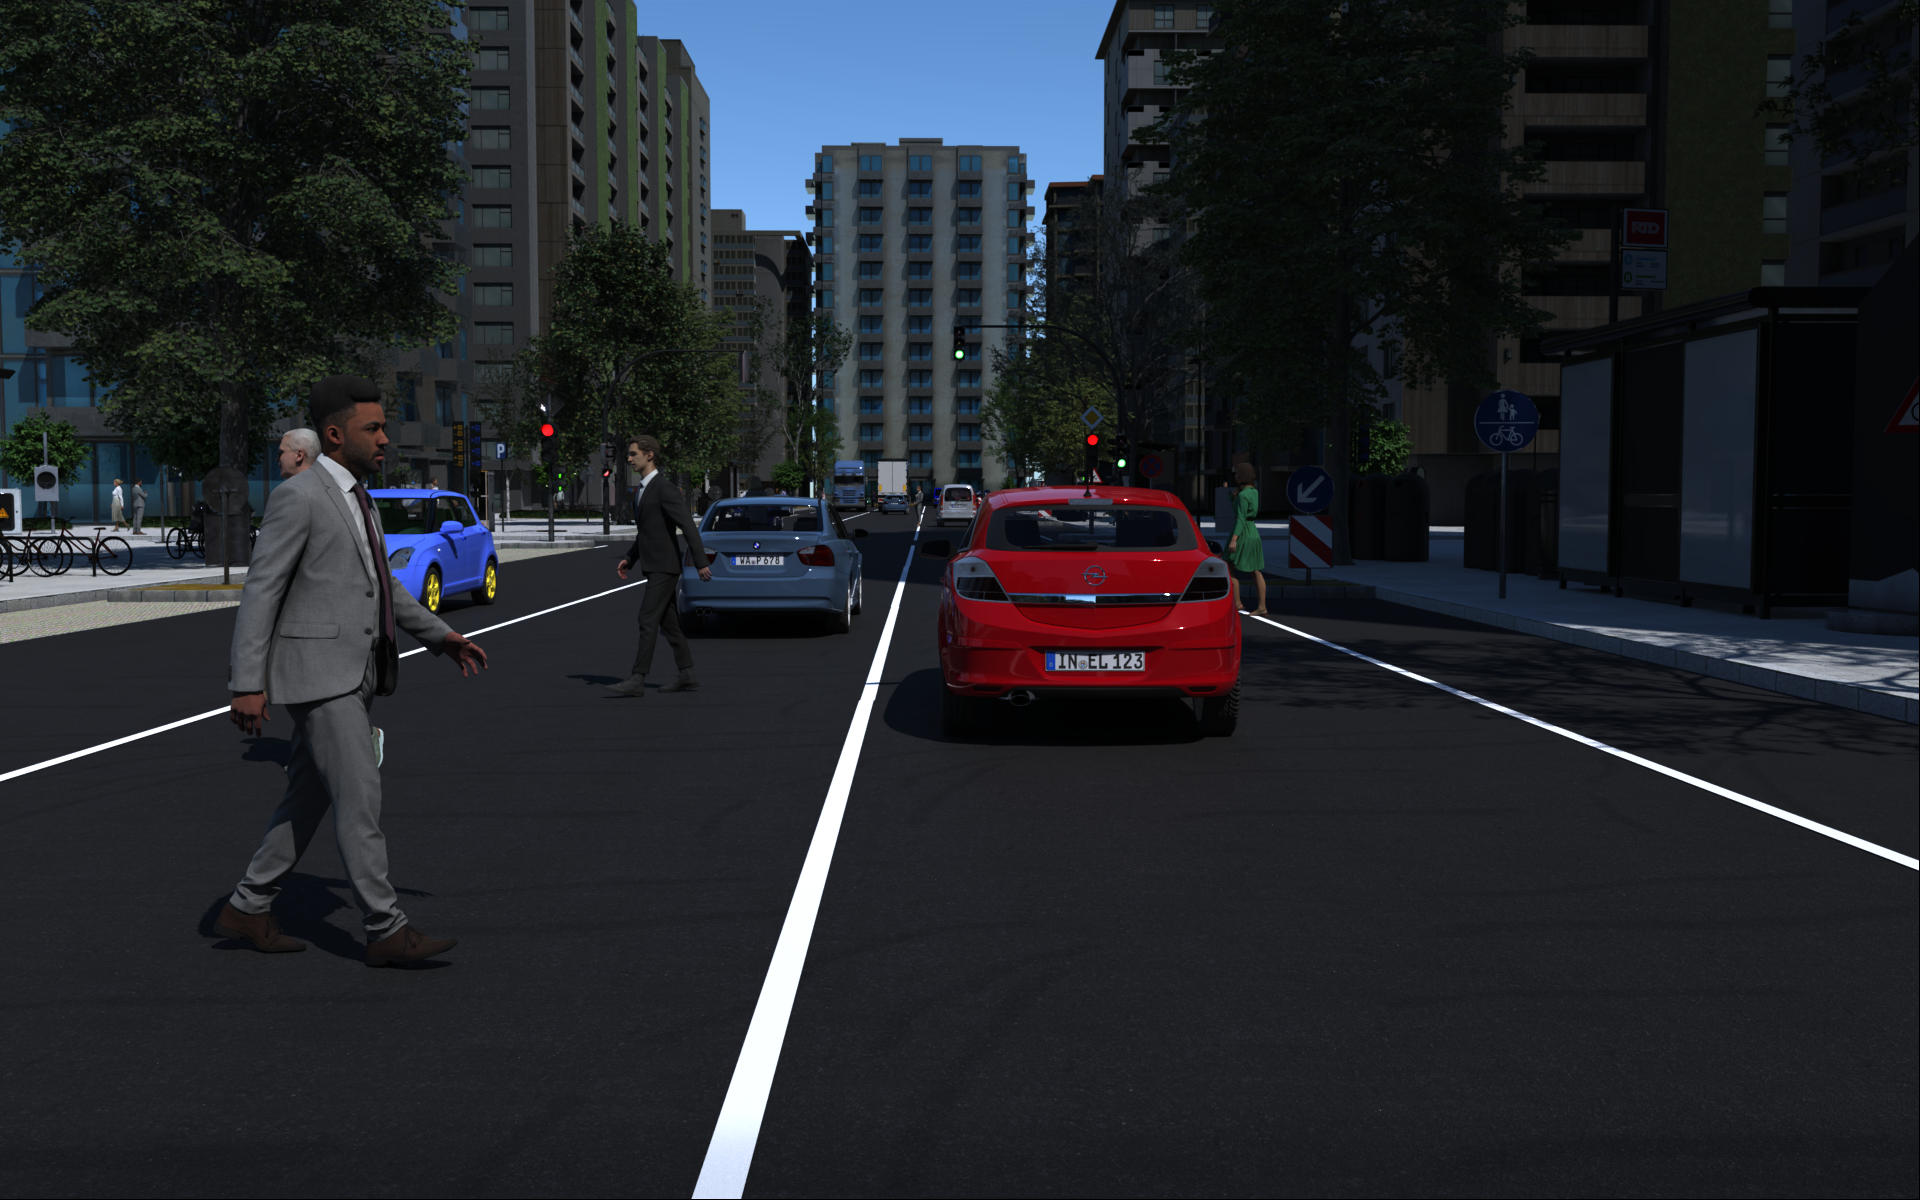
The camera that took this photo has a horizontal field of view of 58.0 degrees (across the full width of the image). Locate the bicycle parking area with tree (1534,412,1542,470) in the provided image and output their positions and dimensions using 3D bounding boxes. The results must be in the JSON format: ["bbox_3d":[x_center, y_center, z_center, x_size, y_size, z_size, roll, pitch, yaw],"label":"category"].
[{"bbox_3d":[22.622,-4.465,60.008,8.231,4.147,9.016,1,4,23],"label":"bicycle parking area with tree"}]

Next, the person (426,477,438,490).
[{"bbox_3d":[-16.768,-2.981,54.878,0.850,1.850,0.679,2,4,25],"label":"person"}]

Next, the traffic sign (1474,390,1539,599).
[{"bbox_3d":[6.672,-1.292,21.225,0.768,2.556,0.104,0,4,7],"label":"traffic sign"}]

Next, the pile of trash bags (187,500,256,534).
[{"bbox_3d":[-23.456,-2.863,56.556,3.447,1.369,1.912,0,4,2],"label":"pile of trash bags"}]

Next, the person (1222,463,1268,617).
[{"bbox_3d":[3.331,-0.701,20.201,0.529,1.795,0.600,1,4,17],"label":"person"}]

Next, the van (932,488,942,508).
[{"bbox_3d":[-1.717,-10.471,175.586,2.240,2.365,5.245,0,4,0],"label":"van"}]

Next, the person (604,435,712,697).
[{"bbox_3d":[-2.212,-0.249,12.351,0.755,1.850,0.659,-2,4,-28],"label":"person"}]

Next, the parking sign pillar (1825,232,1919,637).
[{"bbox_3d":[8.921,-1.691,16.116,1.447,3.967,1.447,0,4,-7],"label":"parking sign pillar"}]

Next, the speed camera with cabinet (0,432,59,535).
[{"bbox_3d":[-29.776,-3.709,54.982,2.038,3.252,0.660,-2,4,-28],"label":"speed camera with cabinet"}]

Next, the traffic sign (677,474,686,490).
[{"bbox_3d":[-13.984,-5.158,86.463,0.606,2.300,0.079,0,4,3],"label":"traffic sign"}]

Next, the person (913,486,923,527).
[{"bbox_3d":[-1.867,-4.065,75.240,0.520,1.790,0.573,3,5,41],"label":"person"}]

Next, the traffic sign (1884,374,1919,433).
[{"bbox_3d":[8.486,-0.923,15.092,0.884,2.594,0.081,0,4,5],"label":"traffic sign"}]

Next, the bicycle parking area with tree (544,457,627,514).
[{"bbox_3d":[-21.267,-7.294,106.266,9.016,4.147,8.231,1,4,17],"label":"bicycle parking area with tree"}]

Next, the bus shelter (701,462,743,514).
[{"bbox_3d":[-15.665,-8.262,112.719,2.179,5.291,8.768,0,4,-1],"label":"bus shelter"}]

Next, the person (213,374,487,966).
[{"bbox_3d":[-1.925,0.212,5.314,0.850,1.792,0.678,0,4,6],"label":"person"}]

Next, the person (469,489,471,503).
[{"bbox_3d":[-16.829,-3.284,59.920,0.473,1.802,0.592,3,4,39],"label":"person"}]

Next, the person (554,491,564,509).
[{"bbox_3d":[-25.695,-6.372,110.715,0.782,1.767,0.515,-2,4,-25],"label":"person"}]

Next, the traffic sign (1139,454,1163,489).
[{"bbox_3d":[6.117,-3.382,55.405,0.768,2.556,0.104,0,4,5],"label":"traffic sign"}]

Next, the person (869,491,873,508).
[{"bbox_3d":[-9.322,-10.708,183.713,0.705,1.807,1.348,1,4,22],"label":"person"}]

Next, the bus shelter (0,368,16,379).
[{"bbox_3d":[-13.082,-1.566,19.533,2.014,3.302,5.546,0,4,-1],"label":"bus shelter"}]

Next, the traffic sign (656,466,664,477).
[{"bbox_3d":[-13.448,-4.759,77.915,0.768,2.556,0.104,0,4,7],"label":"traffic sign"}]

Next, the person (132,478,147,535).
[{"bbox_3d":[-25.914,-2.970,54.785,0.511,1.800,0.466,2,4,31],"label":"person"}]

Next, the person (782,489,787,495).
[{"bbox_3d":[-17.014,-9.875,167.363,0.709,1.838,0.599,-2,4,-26],"label":"person"}]

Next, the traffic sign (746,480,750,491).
[{"bbox_3d":[-15.394,-7.632,126.912,0.606,2.300,0.079,0,4,1],"label":"traffic sign"}]

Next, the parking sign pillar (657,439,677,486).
[{"bbox_3d":[-13.695,-5.575,79.616,1.447,3.967,1.447,0,4,5],"label":"parking sign pillar"}]

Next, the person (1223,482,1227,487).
[{"bbox_3d":[11.692,-4.326,76.873,0.679,1.850,0.850,1,4,12],"label":"person"}]

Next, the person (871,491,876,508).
[{"bbox_3d":[-9.040,-10.554,181.505,0.683,1.767,0.568,2,4,26],"label":"person"}]

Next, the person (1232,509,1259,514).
[{"bbox_3d":[7.700,-2.472,47.130,0.731,1.740,0.598,-2,4,-33],"label":"person"}]

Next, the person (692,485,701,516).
[{"bbox_3d":[-15.779,-5.964,103.364,0.655,1.846,0.447,-1,4,-22],"label":"person"}]

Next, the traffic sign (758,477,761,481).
[{"bbox_3d":[-14.682,-7.619,124.676,0.768,2.556,0.104,0,4,4],"label":"traffic sign"}]

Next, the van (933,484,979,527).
[{"bbox_3d":[-0.161,-4.224,76.073,2.013,2.044,4.112,0,4,-2],"label":"van"}]

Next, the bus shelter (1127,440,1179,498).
[{"bbox_3d":[8.772,-5.365,79.008,1.731,3.624,6.357,0,4,-1],"label":"bus shelter"}]

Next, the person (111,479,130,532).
[{"bbox_3d":[-28.799,-3.248,59.378,0.641,1.798,0.478,-1,4,-23],"label":"person"}]

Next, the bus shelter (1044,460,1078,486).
[{"bbox_3d":[6.112,-6.868,106.214,2.014,3.302,5.546,0,4,-1],"label":"bus shelter"}]

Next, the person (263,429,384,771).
[{"bbox_3d":[-3.347,0.000,8.985,0.515,1.767,0.782,-3,4,-37],"label":"person"}]

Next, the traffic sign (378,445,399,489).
[{"bbox_3d":[-14.799,-2.719,44.564,0.768,2.556,0.104,0,4,4],"label":"traffic sign"}]

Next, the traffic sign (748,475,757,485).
[{"bbox_3d":[-14.005,-7.172,117.362,0.768,2.556,0.104,0,4,6],"label":"traffic sign"}]

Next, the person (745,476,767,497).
[{"bbox_3d":[-4.339,-1.687,36.257,0.709,1.800,0.728,-1,4,-13],"label":"person"}]

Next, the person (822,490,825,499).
[{"bbox_3d":[-15.800,-11.796,199.573,0.551,1.740,0.621,1,4,15],"label":"person"}]

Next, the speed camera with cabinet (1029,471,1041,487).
[{"bbox_3d":[5.712,-7.681,119.924,2.038,3.252,0.660,3,5,42],"label":"speed camera with cabinet"}]

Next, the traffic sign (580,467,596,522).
[{"bbox_3d":[-17.091,-4.852,79.438,0.768,2.556,0.104,0,4,7],"label":"traffic sign"}]

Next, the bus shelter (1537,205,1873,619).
[{"bbox_3d":[8.926,-2.703,21.832,2.179,5.291,8.768,0,4,-1],"label":"bus shelter"}]

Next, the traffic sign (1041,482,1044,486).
[{"bbox_3d":[6.107,-7.411,121.172,0.884,2.594,0.081,0,4,1],"label":"traffic sign"}]

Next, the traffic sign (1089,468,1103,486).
[{"bbox_3d":[6.493,-5.140,84.048,0.884,2.594,0.081,0,4,4],"label":"traffic sign"}]

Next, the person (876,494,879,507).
[{"bbox_3d":[-9.317,-11.439,196.044,1.217,1.766,0.721,-1,4,-15],"label":"person"}]

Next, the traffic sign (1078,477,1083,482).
[{"bbox_3d":[8.346,-7.270,118.967,0.768,2.556,0.104,0,4,2],"label":"traffic sign"}]
